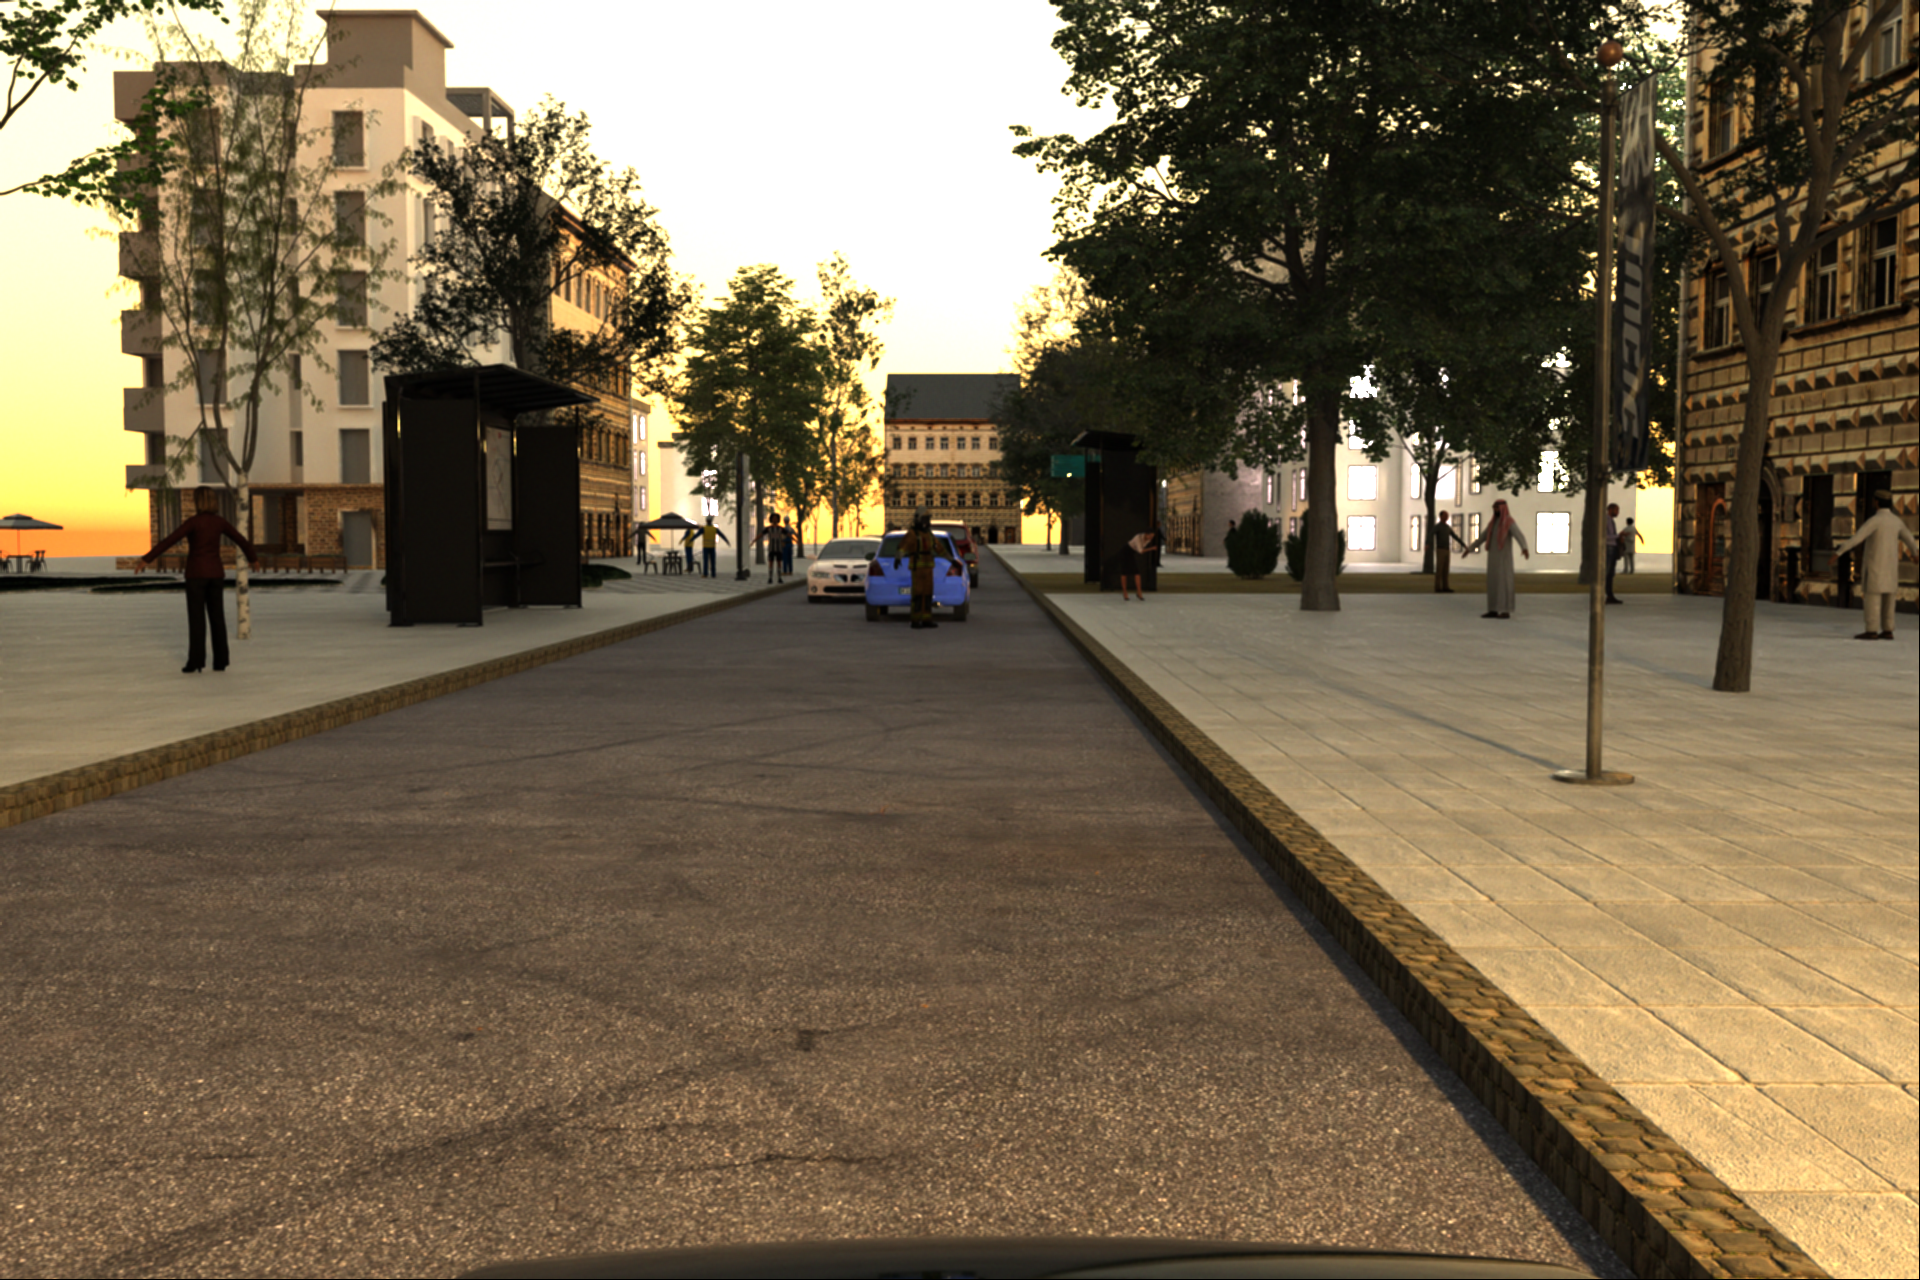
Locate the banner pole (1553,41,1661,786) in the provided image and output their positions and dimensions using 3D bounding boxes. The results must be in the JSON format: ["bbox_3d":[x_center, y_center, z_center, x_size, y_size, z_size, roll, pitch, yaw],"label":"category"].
[{"bbox_3d":[3.299,-1.141,8.677,0.401,3.779,0.863,0,4,0],"label":"banner pole"}]

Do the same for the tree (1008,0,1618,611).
[{"bbox_3d":[5.967,-7.471,28.807,9.857,13.997,8.962,0,3,0],"label":"tree"}]

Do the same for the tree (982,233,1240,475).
[{"bbox_3d":[6.119,-9.762,69.983,12.009,13.543,11.850,0,3,0],"label":"tree"}]

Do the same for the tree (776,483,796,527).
[{"bbox_3d":[-22.604,-17.084,229.679,4.360,8.622,3.978,0,3,0],"label":"tree"}]

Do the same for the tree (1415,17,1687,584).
[{"bbox_3d":[16.294,-8.407,44.105,9.857,13.997,8.962,0,3,0],"label":"tree"}]

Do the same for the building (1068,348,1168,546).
[{"bbox_3d":[26.231,-22.091,205.156,27.936,21.610,32.646,0,4,0],"label":"building"}]

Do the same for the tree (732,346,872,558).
[{"bbox_3d":[-8.474,-10.197,92.474,9.928,11.665,9.643,0,3,0],"label":"tree"}]

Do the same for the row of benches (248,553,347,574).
[{"bbox_3d":[-21.897,-2.542,57.017,4.104,0.672,1.422,1,4,22],"label":"row of benches"}]

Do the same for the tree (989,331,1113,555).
[{"bbox_3d":[6.388,-12.273,107.322,9.857,13.997,8.962,0,3,0],"label":"tree"}]

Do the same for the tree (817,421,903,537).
[{"bbox_3d":[-8.128,-12.675,141.649,7.601,10.594,8.767,-1,4,-12],"label":"tree"}]

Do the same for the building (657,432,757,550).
[{"bbox_3d":[-22.775,-13.111,156.519,9.099,9.664,28.070,0,4,1],"label":"building"}]

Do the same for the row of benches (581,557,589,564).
[{"bbox_3d":[-12.376,-2.229,51.904,1.422,0.672,4.104,1,4,19],"label":"row of benches"}]

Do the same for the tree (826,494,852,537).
[{"bbox_3d":[-15.819,-17.071,229.477,4.737,8.622,4.395,0,3,0],"label":"tree"}]

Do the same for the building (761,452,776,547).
[{"bbox_3d":[-24.519,-15.100,189.031,9.099,9.664,28.070,0,3,0],"label":"building"}]

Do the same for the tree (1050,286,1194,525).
[{"bbox_3d":[4.378,-5.956,47.736,4.360,8.622,3.978,0,3,0],"label":"tree"}]

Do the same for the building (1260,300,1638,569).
[{"bbox_3d":[20.119,-8.207,76.325,9.099,9.664,28.070,0,3,0],"label":"building"}]

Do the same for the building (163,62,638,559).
[{"bbox_3d":[-27.856,-15.740,88.275,19.493,23.208,18.063,0,4,1],"label":"building"}]

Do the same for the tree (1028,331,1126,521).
[{"bbox_3d":[7.482,-10.852,95.556,7.486,12.596,7.792,0,3,0],"label":"tree"}]

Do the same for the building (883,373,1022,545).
[{"bbox_3d":[-0.830,-24.565,235.030,18.063,23.208,19.493,0,4,1],"label":"building"}]

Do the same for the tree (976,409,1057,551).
[{"bbox_3d":[6.826,-13.520,131.428,12.009,13.543,11.850,0,3,0],"label":"tree"}]

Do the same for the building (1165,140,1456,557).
[{"bbox_3d":[22.702,-16.705,104.058,19.493,23.208,18.063,0,4,1],"label":"building"}]

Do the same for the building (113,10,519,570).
[{"bbox_3d":[-24.648,-12.699,64.044,16.016,20.090,11.380,0,4,1],"label":"building"}]

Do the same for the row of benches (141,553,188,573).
[{"bbox_3d":[-25.790,-2.552,57.184,4.104,0.672,1.422,3,4,38],"label":"row of benches"}]

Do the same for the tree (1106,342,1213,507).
[{"bbox_3d":[6.785,-6.673,59.467,4.737,8.622,4.395,0,3,0],"label":"tree"}]

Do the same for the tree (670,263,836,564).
[{"bbox_3d":[-8.744,-9.474,73.028,7.486,12.596,7.792,0,3,0],"label":"tree"}]

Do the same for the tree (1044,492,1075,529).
[{"bbox_3d":[7.231,-10.300,118.761,4.737,8.622,4.395,0,3,0],"label":"tree"}]

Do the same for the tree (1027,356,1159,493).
[{"bbox_3d":[6.750,-9.223,85.215,7.601,10.594,8.767,-2,4,-32],"label":"tree"}]

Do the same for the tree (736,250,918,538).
[{"bbox_3d":[-9.293,-16.052,118.334,12.611,20.169,13.585,0,3,0],"label":"tree"}]

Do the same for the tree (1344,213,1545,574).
[{"bbox_3d":[15.186,-7.933,55.466,9.928,11.665,9.643,0,3,0],"label":"tree"}]

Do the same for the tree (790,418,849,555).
[{"bbox_3d":[-8.707,-9.415,104.295,4.737,8.622,4.395,0,3,0],"label":"tree"}]

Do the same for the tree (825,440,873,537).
[{"bbox_3d":[-8.510,-11.227,133.921,4.737,8.622,4.395,0,3,0],"label":"tree"}]

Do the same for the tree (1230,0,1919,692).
[{"bbox_3d":[6.191,-4.839,13.526,8.767,10.594,7.601,1,4,17],"label":"tree"}]

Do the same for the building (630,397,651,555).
[{"bbox_3d":[-24.555,-10.415,112.425,9.099,9.664,28.070,0,3,0],"label":"building"}]

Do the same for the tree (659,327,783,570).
[{"bbox_3d":[-9.092,-6.803,61.590,4.360,8.622,3.978,0,3,0],"label":"tree"}]

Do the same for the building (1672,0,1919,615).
[{"bbox_3d":[24.424,-12.005,27.204,19.493,23.208,18.063,0,4,0],"label":"building"}]
